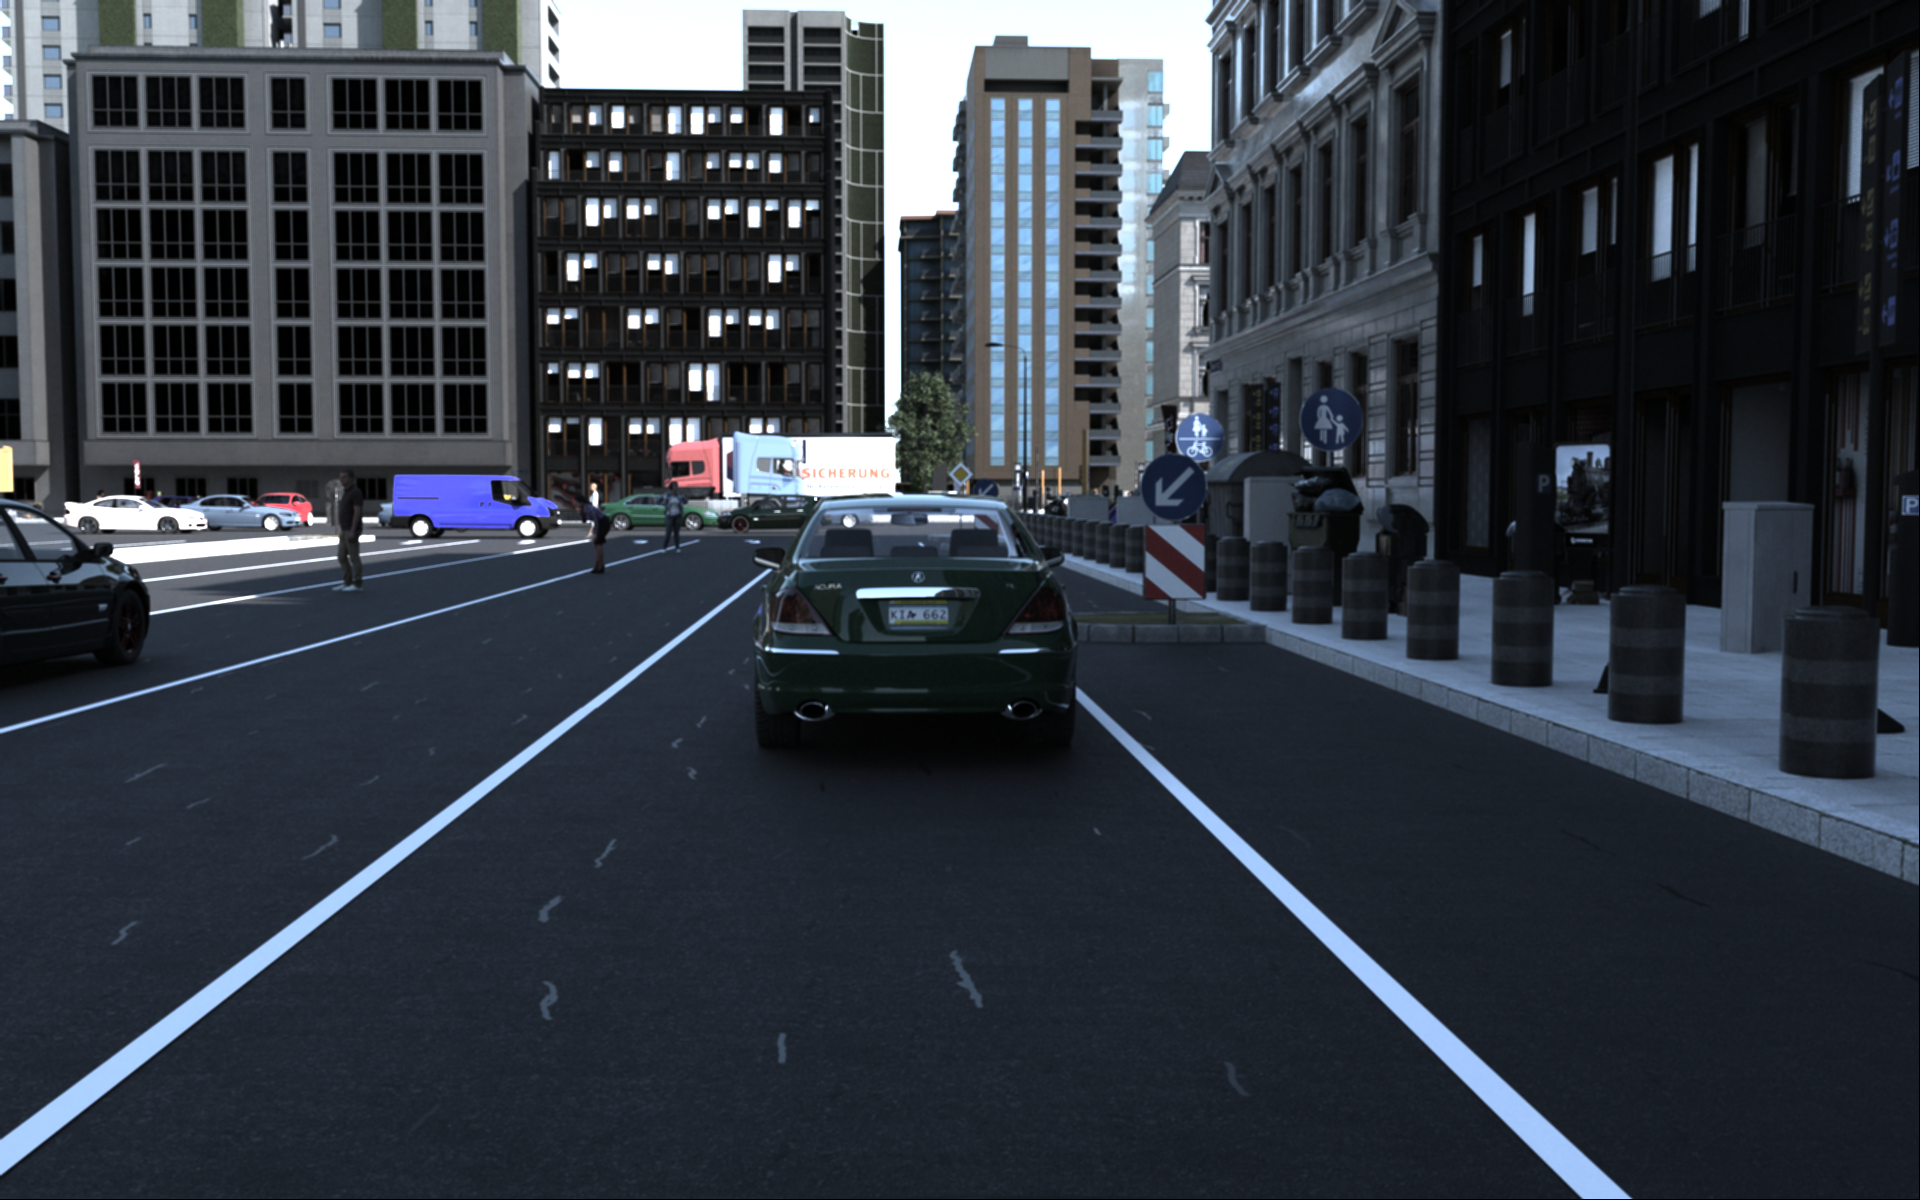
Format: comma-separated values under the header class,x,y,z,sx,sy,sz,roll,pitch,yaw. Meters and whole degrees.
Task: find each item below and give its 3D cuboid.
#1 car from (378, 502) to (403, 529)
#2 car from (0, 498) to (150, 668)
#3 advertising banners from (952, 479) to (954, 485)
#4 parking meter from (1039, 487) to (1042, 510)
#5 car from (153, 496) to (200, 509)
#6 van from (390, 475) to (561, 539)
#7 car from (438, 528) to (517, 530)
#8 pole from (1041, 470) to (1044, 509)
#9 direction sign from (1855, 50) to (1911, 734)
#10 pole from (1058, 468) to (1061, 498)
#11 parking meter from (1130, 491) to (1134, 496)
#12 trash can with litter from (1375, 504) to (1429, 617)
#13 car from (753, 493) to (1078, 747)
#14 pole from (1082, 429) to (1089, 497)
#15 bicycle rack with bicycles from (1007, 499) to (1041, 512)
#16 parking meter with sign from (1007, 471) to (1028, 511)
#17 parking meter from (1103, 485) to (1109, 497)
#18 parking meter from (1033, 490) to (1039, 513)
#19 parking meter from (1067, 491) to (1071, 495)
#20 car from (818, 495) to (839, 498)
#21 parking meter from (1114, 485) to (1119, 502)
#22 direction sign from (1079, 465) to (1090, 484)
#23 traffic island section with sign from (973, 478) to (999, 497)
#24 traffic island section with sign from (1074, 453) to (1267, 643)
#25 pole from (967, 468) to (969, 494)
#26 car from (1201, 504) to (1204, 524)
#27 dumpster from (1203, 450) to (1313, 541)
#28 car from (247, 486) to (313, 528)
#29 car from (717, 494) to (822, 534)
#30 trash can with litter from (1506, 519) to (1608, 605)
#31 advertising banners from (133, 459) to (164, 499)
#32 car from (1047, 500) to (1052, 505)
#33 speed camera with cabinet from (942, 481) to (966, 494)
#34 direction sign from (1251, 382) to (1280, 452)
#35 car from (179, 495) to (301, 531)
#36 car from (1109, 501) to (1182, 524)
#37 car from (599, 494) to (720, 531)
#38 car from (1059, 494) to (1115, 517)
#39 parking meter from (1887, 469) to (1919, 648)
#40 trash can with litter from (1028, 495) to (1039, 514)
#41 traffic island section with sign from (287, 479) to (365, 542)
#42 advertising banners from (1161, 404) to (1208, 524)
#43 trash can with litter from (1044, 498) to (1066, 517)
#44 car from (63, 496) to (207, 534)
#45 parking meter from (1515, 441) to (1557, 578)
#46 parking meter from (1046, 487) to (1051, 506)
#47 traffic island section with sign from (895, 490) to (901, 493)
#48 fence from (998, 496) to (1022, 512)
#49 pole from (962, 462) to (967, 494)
class,x,y,z,sx,sy,sz,roll,pitch,yaw
car,-21.865,-3.678,72.136,4.499,1.417,2.014,0,4,-2
car,-7.744,-0.213,13.268,2.009,1.686,4.222,0,4,-3
advertising banners,-1.137,-9.019,143.650,2.074,3.025,0.090,1,4,15
parking meter,6.541,-8.244,140.506,0.255,1.863,0.399,0,4,-3
car,-36.205,-4.200,81.245,3.894,1.354,1.945,0,4,-4
van,-15.690,-3.181,56.397,5.245,2.365,2.240,0,4,-3
car,-19.300,-3.594,68.986,3.980,1.641,2.015,0,4,-3
pole,7.070,-9.446,148.282,0.158,3.312,0.155,0,3,0
direction sign,4.938,-1.061,9.343,0.379,3.537,0.876,1,4,15
pole,7.675,-8.552,133.670,0.158,3.312,0.155,0,3,0
parking meter,14.943,-8.656,149.939,0.372,1.533,0.369,0,3,0
trash can with litter,4.847,-0.435,18.508,0.624,1.170,1.055,0,4,-7
car,-0.320,0.032,11.270,2.131,1.459,4.920,0,4,-3
pole,3.944,-3.709,54.492,0.158,3.312,0.155,0,3,0
bicycle rack with bicycles,4.488,-6.959,127.157,2.925,0.926,2.852,0,4,4
parking meter with sign,4.428,-8.431,134.114,1.738,3.016,0.543,3,5,41
parking meter,9.215,-6.342,109.402,0.399,1.863,0.255,1,4,11
parking meter,4.819,-6.232,110.312,0.372,1.533,0.369,0,3,0
parking meter,9.110,-8.360,145.089,0.372,1.533,0.369,0,3,0
car,-5.905,-3.750,73.310,4.499,1.417,2.014,0,4,-2
parking meter,10.320,-6.641,114.288,0.255,1.863,0.399,0,4,1
direction sign,9.868,-8.878,137.152,0.876,3.537,0.379,2,4,24
traffic island section with sign,0.510,-2.199,44.589,1.989,1.847,2.006,0,4,-3
traffic island section with sign,1.941,-0.553,17.672,1.989,1.847,2.006,0,4,-3
pole,0.591,-8.535,133.385,0.158,3.312,0.155,0,3,0
car,8.046,-2.951,60.829,3.894,1.354,1.945,0,4,-5
dumpster,4.068,-1.086,23.523,1.264,1.857,1.865,0,4,-3
car,-29.481,-4.031,74.950,2.155,1.783,4.494,0,4,-3
car,-6.804,-3.291,63.594,4.222,1.686,2.009,0,4,-4
trash can with litter,6.976,-0.541,20.241,1.055,1.170,0.624,0,4,-1
advertising banners,-41.200,-5.612,87.940,0.090,3.025,2.074,1,4,18
car,6.728,-4.560,86.922,4.827,1.381,2.083,0,4,-4
speed camera with cabinet,-0.405,-7.396,115.256,0.660,3.252,2.038,2,4,35
direction sign,6.252,-2.661,35.505,0.379,3.537,0.876,-2,4,-30
car,-28.127,-3.404,67.656,4.499,1.417,2.014,0,4,-2
car,5.627,-2.760,57.705,3.894,1.354,1.945,0,4,-2
car,-11.998,-3.499,69.000,4.920,1.459,2.131,0,4,-2
car,6.212,-4.195,78.382,4.222,1.686,2.009,0,4,-2
parking meter,8.052,-0.379,14.608,0.372,1.533,0.369,0,3,0
trash can with litter,4.741,-5.808,106.022,2.233,1.210,1.678,1,4,19
traffic island section with sign,-19.120,-2.719,52.591,2.006,1.907,1.989,0,4,-3
advertising banners,4.613,-2.352,34.644,0.090,3.025,2.074,3,5,42
trash can with litter,2.402,-2.227,47.801,1.055,1.170,0.624,3,5,40
car,-30.040,-3.107,63.159,4.827,1.381,2.083,0,4,-4
parking meter,6.420,-0.832,19.319,0.399,1.863,0.255,-2,4,-26
parking meter,7.074,-8.112,138.336,0.399,1.863,0.255,3,4,36
traffic island section with sign,-7.974,-12.016,205.091,1.989,1.847,2.006,0,4,-3
fence,2.642,-4.930,91.815,0.480,1.192,2.264,3,5,41
pole,0.211,-7.062,109.311,0.158,3.312,0.155,0,3,0
